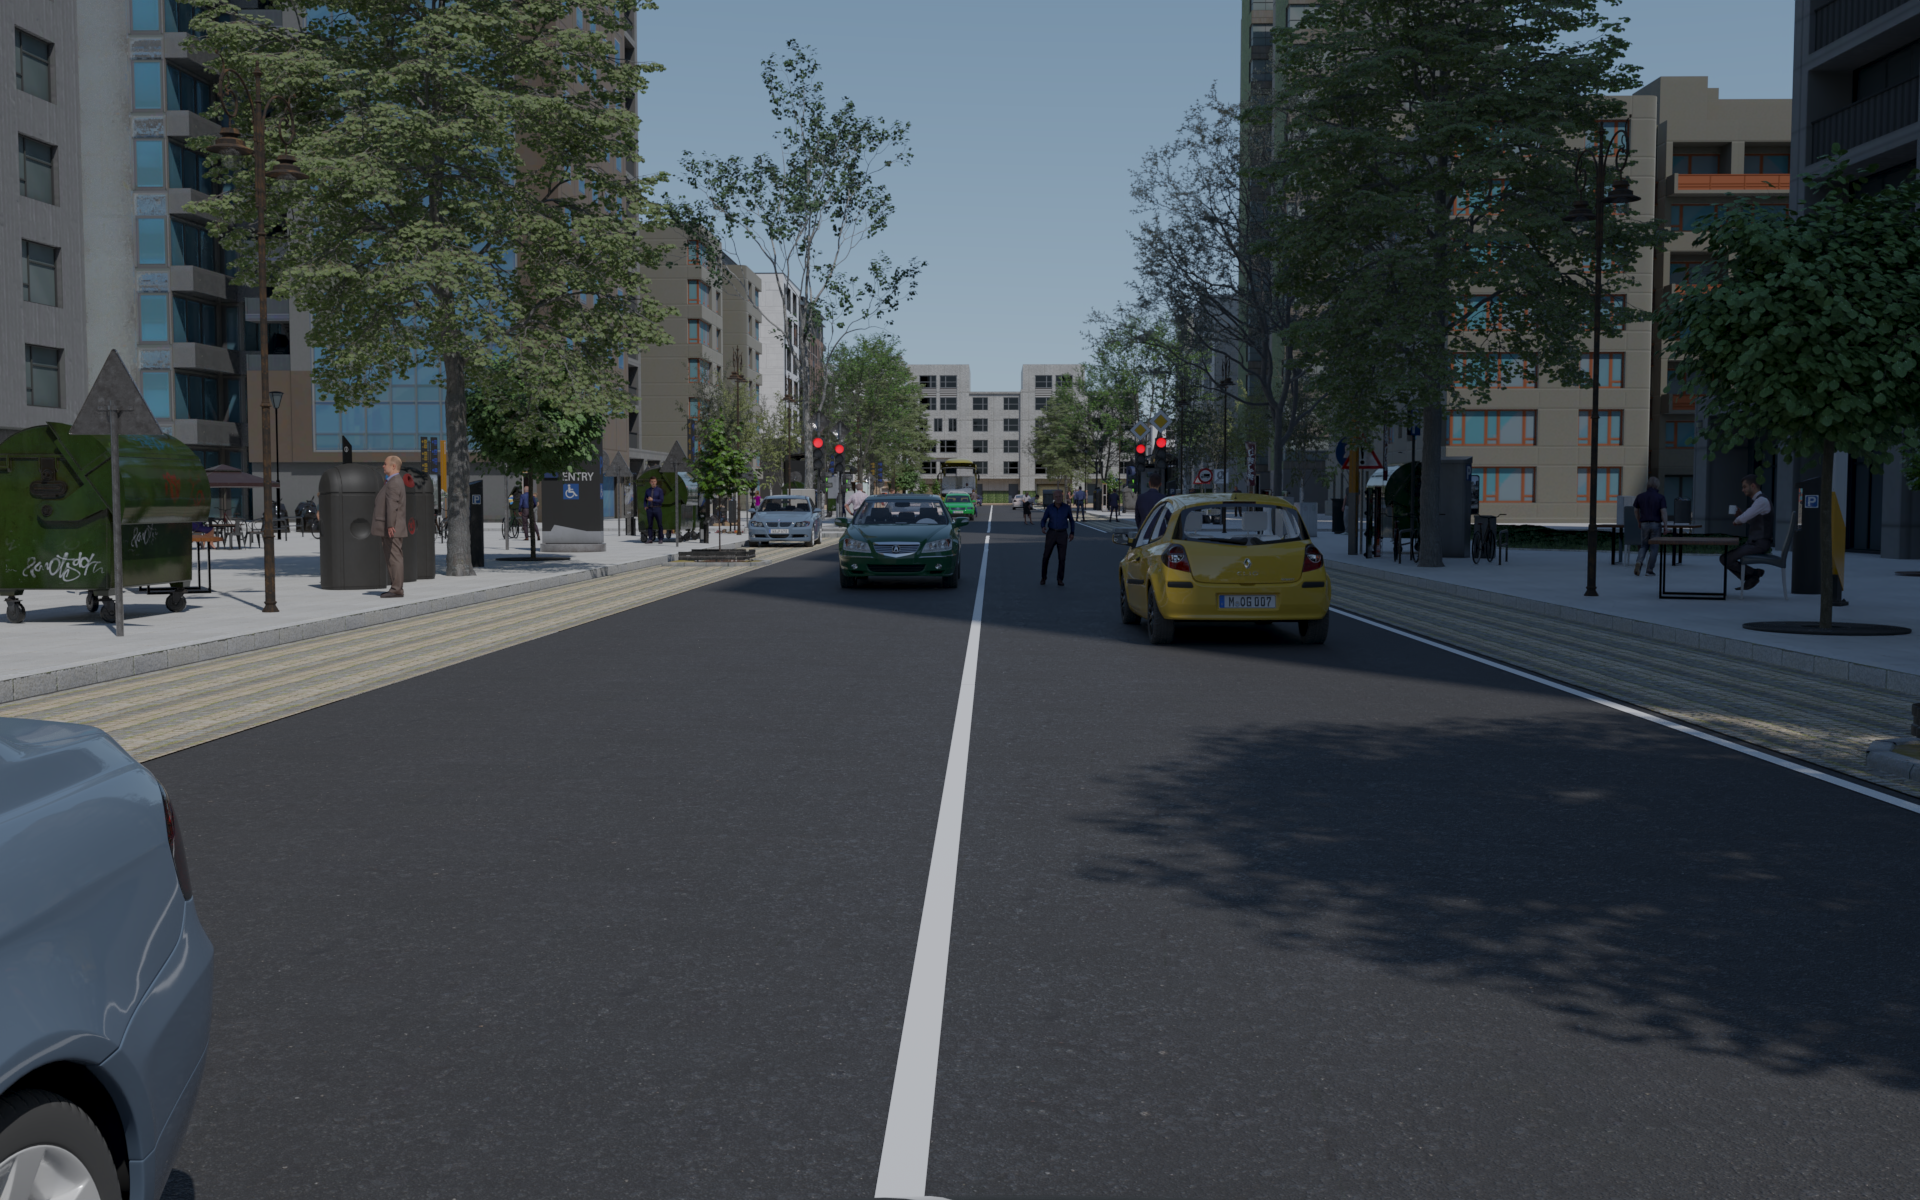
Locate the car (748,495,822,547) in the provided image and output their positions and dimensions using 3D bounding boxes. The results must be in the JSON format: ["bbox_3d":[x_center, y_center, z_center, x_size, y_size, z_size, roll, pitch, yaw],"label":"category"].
[{"bbox_3d":[-4.801,-2.199,47.958,2.014,1.417,4.499,0,4,0],"label":"car"}]

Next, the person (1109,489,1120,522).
[{"bbox_3d":[7.824,-4.787,87.691,0.541,1.710,0.530,2,4,31],"label":"person"}]

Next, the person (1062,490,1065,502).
[{"bbox_3d":[11.876,-11.973,202.476,1.217,1.739,0.721,-3,5,-42],"label":"person"}]

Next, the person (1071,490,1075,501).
[{"bbox_3d":[13.300,-12.000,202.960,0.721,1.735,1.217,2,4,26],"label":"person"}]

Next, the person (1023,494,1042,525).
[{"bbox_3d":[3.380,-4.262,81.375,0.799,1.438,0.628,-2,4,-29],"label":"person"}]

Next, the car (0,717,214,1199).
[{"bbox_3d":[-2.179,0.667,1.099,2.014,1.417,4.499,0,4,2],"label":"car"}]

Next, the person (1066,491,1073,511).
[{"bbox_3d":[8.104,-7.203,127.730,0.593,1.643,0.415,1,4,11],"label":"person"}]

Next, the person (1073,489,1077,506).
[{"bbox_3d":[12.516,-11.045,186.496,0.709,1.838,0.599,-3,5,-41],"label":"person"}]

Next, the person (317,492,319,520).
[{"bbox_3d":[-13.506,-1.658,37.058,0.435,1.345,0.340,-2,4,-34],"label":"person"}]

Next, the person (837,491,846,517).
[{"bbox_3d":[-5.797,-4.748,84.495,0.431,1.722,0.655,1,4,12],"label":"person"}]

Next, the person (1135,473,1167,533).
[{"bbox_3d":[2.597,-0.843,23.197,0.530,1.710,0.541,-3,5,-43],"label":"person"}]

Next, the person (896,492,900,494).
[{"bbox_3d":[-6.763,-10.973,186.005,0.990,1.755,0.434,0,4,-2],"label":"person"}]

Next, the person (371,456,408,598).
[{"bbox_3d":[-7.107,-0.916,21.566,0.434,1.755,0.990,-1,4,-16],"label":"person"}]

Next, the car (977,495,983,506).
[{"bbox_3d":[1.738,-11.810,205.679,1.945,1.354,3.894,0,4,2],"label":"car"}]

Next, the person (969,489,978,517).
[{"bbox_3d":[0.798,-5.910,105.947,0.655,1.722,0.431,-3,5,-39],"label":"person"}]

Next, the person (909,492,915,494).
[{"bbox_3d":[-5.802,-12.461,209.407,1.348,1.869,0.705,1,4,16],"label":"person"}]

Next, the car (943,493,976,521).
[{"bbox_3d":[-0.121,-5.250,94.631,1.959,1.807,4.718,0,4,0],"label":"car"}]

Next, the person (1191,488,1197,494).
[{"bbox_3d":[17.721,-7.635,131.555,0.565,1.739,0.600,3,5,43],"label":"person"}]

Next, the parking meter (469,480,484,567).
[{"bbox_3d":[-8.572,-1.349,30.468,0.372,1.533,0.369,0,3,0],"label":"parking meter"}]

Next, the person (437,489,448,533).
[{"bbox_3d":[-17.265,-3.094,57.349,0.376,1.734,0.841,1,4,16],"label":"person"}]

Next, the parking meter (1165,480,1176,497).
[{"bbox_3d":[8.817,-4.084,72.481,0.399,1.863,0.255,-1,4,-16],"label":"parking meter"}]

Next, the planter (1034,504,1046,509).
[{"bbox_3d":[9.330,-10.633,194.986,1.991,0.319,1.994,0,4,1],"label":"planter"}]

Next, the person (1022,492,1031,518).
[{"bbox_3d":[4.067,-5.774,105.122,0.614,1.554,0.590,-1,4,-8],"label":"person"}]

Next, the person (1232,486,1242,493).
[{"bbox_3d":[15.652,-5.559,97.626,0.565,1.739,0.600,-1,4,-16],"label":"person"}]

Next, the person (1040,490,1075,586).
[{"bbox_3d":[1.449,-0.975,27.130,0.574,1.496,0.600,2,4,28],"label":"person"}]

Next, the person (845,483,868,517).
[{"bbox_3d":[-2.508,-2.106,43.870,0.756,1.711,0.436,2,4,25],"label":"person"}]

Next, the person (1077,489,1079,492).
[{"bbox_3d":[13.421,-11.631,196.083,0.599,1.838,0.709,3,5,44],"label":"person"}]

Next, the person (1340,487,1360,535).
[{"bbox_3d":[12.196,-2.932,54.109,0.434,1.807,0.598,-2,4,-31],"label":"person"}]

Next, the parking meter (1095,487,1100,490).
[{"bbox_3d":[11.127,-8.233,140.317,0.255,1.863,0.399,-3,5,-45],"label":"parking meter"}]

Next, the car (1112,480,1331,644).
[{"bbox_3d":[2.642,-0.473,17.964,2.015,1.641,3.980,0,4,-1],"label":"car"}]

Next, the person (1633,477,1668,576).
[{"bbox_3d":[10.734,-1.154,27.121,0.471,1.553,0.569,-1,4,-11],"label":"person"}]

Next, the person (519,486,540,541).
[{"bbox_3d":[-11.856,-2.385,47.731,0.574,1.496,0.600,-1,4,-10],"label":"person"}]

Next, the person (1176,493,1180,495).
[{"bbox_3d":[9.928,-4.188,78.419,0.340,1.345,0.435,-1,4,-19],"label":"person"}]

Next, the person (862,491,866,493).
[{"bbox_3d":[-3.026,-2.671,54.646,0.387,1.526,0.523,0,4,-6],"label":"person"}]

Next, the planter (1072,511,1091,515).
[{"bbox_3d":[7.839,-5.910,117.762,1.991,0.319,1.994,0,4,1],"label":"planter"}]

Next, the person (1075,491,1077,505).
[{"bbox_3d":[13.954,-12.402,209.491,0.721,1.739,1.217,2,4,23],"label":"person"}]

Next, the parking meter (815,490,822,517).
[{"bbox_3d":[-7.875,-5.379,96.359,0.372,1.533,0.369,0,3,0],"label":"parking meter"}]

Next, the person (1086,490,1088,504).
[{"bbox_3d":[15.703,-12.800,215.882,0.434,1.755,0.990,2,4,25],"label":"person"}]

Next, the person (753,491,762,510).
[{"bbox_3d":[-8.452,-3.909,73.193,0.726,1.435,0.776,2,4,29],"label":"person"}]

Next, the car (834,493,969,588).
[{"bbox_3d":[-0.913,-0.990,27.981,2.131,1.459,4.920,0,4,1],"label":"car"}]

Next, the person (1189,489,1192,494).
[{"bbox_3d":[19.430,-8.511,146.117,0.541,1.710,0.530,-1,4,-10],"label":"person"}]

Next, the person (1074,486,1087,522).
[{"bbox_3d":[6.189,-4.930,88.970,0.709,1.838,0.599,0,4,6],"label":"person"}]

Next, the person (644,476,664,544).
[{"bbox_3d":[-7.906,-2.313,44.565,0.576,1.737,0.504,0,4,6],"label":"person"}]

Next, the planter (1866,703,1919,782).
[{"bbox_3d":[5.728,0.764,8.654,1.991,0.319,1.994,0,4,1],"label":"planter"}]

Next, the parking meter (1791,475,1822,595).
[{"bbox_3d":[10.897,-0.845,22.234,0.372,1.533,0.369,0,3,0],"label":"parking meter"}]

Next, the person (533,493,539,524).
[{"bbox_3d":[-18.525,-3.990,75.187,0.340,1.345,0.435,1,4,18],"label":"person"}]

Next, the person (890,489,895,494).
[{"bbox_3d":[-3.592,-5.134,93.243,0.445,1.727,0.742,0,4,-6],"label":"person"}]
